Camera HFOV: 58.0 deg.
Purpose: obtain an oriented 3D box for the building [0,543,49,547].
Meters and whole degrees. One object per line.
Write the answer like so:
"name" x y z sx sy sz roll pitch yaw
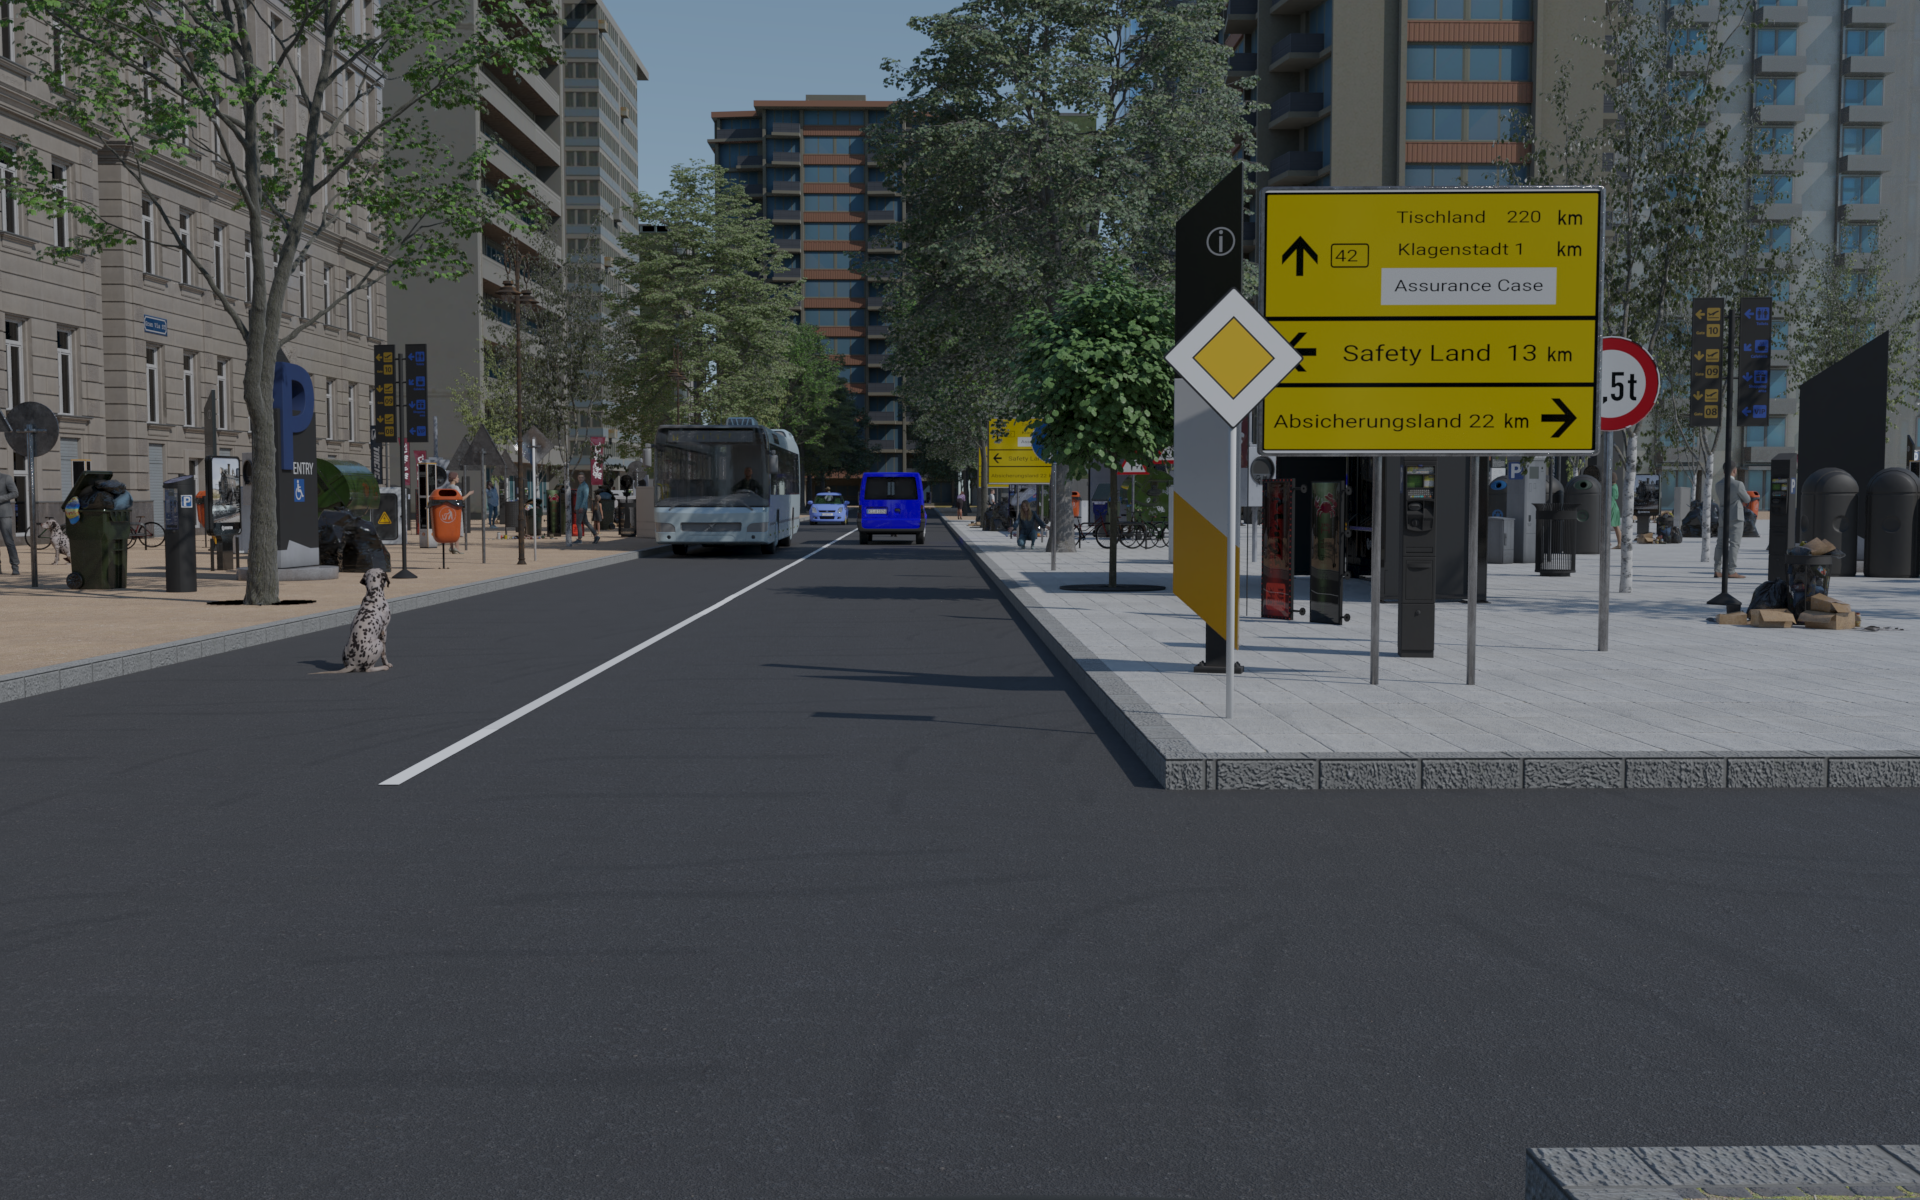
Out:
"building" -28.771 -14.525 34.754 12.463 27.353 25.104 0 4 -1

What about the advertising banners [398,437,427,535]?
"advertising banners" -16.891 -3.556 54.322 0.090 3.025 2.074 2 4 23

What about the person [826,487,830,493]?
"person" -7.072 -5.146 92.725 0.705 1.814 1.350 1 4 20

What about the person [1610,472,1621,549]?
"person" 15.131 -2.074 40.192 0.529 1.795 0.600 1 4 11

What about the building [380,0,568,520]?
"building" -34.469 -28.781 94.268 21.300 48.544 21.600 0 4 -1

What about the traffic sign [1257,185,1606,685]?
"traffic sign" 3.116 -1.082 11.557 2.265 3.308 0.079 0 4 2

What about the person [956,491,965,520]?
"person" 0.025 -4.730 86.616 0.421 1.427 0.697 1 4 20

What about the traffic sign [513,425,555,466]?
"traffic sign" -8.150 -2.041 33.109 0.795 2.593 0.064 0 4 1

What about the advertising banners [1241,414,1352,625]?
"advertising banners" 3.271 -1.315 17.683 0.090 3.025 2.074 -2 4 -29

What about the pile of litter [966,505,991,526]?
"pile of litter" 1.074 -3.378 69.193 1.719 0.858 1.176 3 5 43

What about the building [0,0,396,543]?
"building" -29.426 -16.093 60.380 12.463 27.353 25.104 0 4 -1

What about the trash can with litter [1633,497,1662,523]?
"trash can with litter" 33.289 -4.428 83.456 1.678 1.210 2.233 2 4 31

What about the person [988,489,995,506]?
"person" 1.365 -4.157 76.605 0.503 1.515 0.523 2 4 31

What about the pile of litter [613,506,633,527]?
"pile of litter" -13.386 -3.291 67.777 1.719 0.858 1.176 2 4 23

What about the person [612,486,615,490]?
"person" -24.023 -6.970 120.133 0.705 1.807 1.348 0 4 -4

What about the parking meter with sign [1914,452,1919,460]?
"parking meter with sign" 38.798 -4.636 72.061 0.543 3.016 1.738 -3 5 -40

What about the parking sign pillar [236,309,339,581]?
"parking sign pillar" -10.131 -2.295 25.993 1.447 3.967 1.447 0 4 3

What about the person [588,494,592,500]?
"person" -20.744 -5.422 94.825 1.348 1.807 0.705 -2 4 -30

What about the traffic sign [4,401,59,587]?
"traffic sign" -12.767 -1.451 23.824 0.768 2.556 0.104 0 4 1

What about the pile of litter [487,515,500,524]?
"pile of litter" -19.506 -3.706 74.556 1.719 0.858 1.176 2 4 27

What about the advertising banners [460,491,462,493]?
"advertising banners" -20.895 -4.489 69.581 2.074 3.025 0.090 -2 4 -34

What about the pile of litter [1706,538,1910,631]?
"pile of litter" 8.170 -0.173 16.794 1.176 0.858 1.719 -2 4 -28

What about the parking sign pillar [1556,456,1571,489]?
"parking sign pillar" 25.472 -5.138 72.486 1.447 3.967 1.447 -3 5 -44

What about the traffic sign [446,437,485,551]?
"traffic sign" -11.228 -2.403 39.300 0.884 2.594 0.081 0 4 0

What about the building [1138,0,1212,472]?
"building" 25.404 -31.275 130.958 23.786 49.044 30.456 0 4 -1

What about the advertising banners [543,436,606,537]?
"advertising banners" -11.572 -3.421 52.125 2.074 3.025 0.090 -3 5 -40

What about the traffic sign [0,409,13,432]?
"traffic sign" -8.562 -0.910 14.875 0.884 2.594 0.081 0 4 5

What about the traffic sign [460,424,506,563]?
"traffic sign" -8.826 -1.959 32.039 0.884 2.594 0.081 0 4 8

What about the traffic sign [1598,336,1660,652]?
"traffic sign" 5.250 -0.854 14.065 0.768 2.556 0.104 0 4 8

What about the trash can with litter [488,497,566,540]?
"trash can with litter" -12.273 -2.331 49.162 2.233 1.210 1.678 0 4 -3

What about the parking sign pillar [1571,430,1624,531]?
"parking sign pillar" 22.378 -4.379 60.065 1.447 3.967 1.447 -2 4 -28

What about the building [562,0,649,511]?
"building" -36.703 -26.788 129.872 23.993 40.220 32.217 0 4 -1

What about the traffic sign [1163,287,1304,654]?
"traffic sign" 1.561 -0.466 9.815 0.795 2.593 0.064 0 4 -1

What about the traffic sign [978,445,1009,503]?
"traffic sign" 1.875 -4.788 72.160 2.265 3.308 0.079 0 4 5

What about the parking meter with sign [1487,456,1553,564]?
"parking meter with sign" 10.496 -2.197 32.175 1.738 3.016 0.543 -3 4 -38

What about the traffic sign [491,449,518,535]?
"traffic sign" -13.144 -3.064 50.100 0.884 2.594 0.081 0 4 7

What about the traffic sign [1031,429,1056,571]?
"traffic sign" 1.568 -1.764 28.955 0.768 2.556 0.104 0 4 1

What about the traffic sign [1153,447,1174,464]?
"traffic sign" 3.829 -1.870 30.574 0.884 2.594 0.081 0 4 6

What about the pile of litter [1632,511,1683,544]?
"pile of litter" 17.990 -1.888 44.827 1.719 0.858 1.176 -2 4 -24

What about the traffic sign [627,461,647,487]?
"traffic sign" -12.387 -4.055 66.405 0.768 2.556 0.104 0 4 -1

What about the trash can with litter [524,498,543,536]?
"trash can with litter" -13.206 -2.552 53.116 0.624 1.170 1.055 -2 4 -35

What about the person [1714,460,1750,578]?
"person" 11.810 -1.238 26.472 0.466 1.800 0.511 -3 5 -39

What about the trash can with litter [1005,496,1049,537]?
"trash can with litter" 2.097 -2.514 52.154 1.678 1.210 2.233 -1 4 -23

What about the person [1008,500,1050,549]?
"person" 1.650 -1.758 40.291 1.012 1.151 0.738 1 4 9

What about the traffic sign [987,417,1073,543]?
"traffic sign" 1.849 -3.167 45.657 2.265 3.308 0.079 0 4 3

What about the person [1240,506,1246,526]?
"person" 11.288 -3.938 69.795 0.474 1.900 0.648 0 4 8

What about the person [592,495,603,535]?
"person" -11.474 -2.695 54.781 0.362 1.253 0.373 1 4 22

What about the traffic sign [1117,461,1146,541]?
"traffic sign" 4.700 -2.877 47.038 0.884 2.594 0.081 0 4 4

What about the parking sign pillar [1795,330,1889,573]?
"parking sign pillar" 14.688 -2.471 28.868 1.447 3.967 1.447 2 4 27
